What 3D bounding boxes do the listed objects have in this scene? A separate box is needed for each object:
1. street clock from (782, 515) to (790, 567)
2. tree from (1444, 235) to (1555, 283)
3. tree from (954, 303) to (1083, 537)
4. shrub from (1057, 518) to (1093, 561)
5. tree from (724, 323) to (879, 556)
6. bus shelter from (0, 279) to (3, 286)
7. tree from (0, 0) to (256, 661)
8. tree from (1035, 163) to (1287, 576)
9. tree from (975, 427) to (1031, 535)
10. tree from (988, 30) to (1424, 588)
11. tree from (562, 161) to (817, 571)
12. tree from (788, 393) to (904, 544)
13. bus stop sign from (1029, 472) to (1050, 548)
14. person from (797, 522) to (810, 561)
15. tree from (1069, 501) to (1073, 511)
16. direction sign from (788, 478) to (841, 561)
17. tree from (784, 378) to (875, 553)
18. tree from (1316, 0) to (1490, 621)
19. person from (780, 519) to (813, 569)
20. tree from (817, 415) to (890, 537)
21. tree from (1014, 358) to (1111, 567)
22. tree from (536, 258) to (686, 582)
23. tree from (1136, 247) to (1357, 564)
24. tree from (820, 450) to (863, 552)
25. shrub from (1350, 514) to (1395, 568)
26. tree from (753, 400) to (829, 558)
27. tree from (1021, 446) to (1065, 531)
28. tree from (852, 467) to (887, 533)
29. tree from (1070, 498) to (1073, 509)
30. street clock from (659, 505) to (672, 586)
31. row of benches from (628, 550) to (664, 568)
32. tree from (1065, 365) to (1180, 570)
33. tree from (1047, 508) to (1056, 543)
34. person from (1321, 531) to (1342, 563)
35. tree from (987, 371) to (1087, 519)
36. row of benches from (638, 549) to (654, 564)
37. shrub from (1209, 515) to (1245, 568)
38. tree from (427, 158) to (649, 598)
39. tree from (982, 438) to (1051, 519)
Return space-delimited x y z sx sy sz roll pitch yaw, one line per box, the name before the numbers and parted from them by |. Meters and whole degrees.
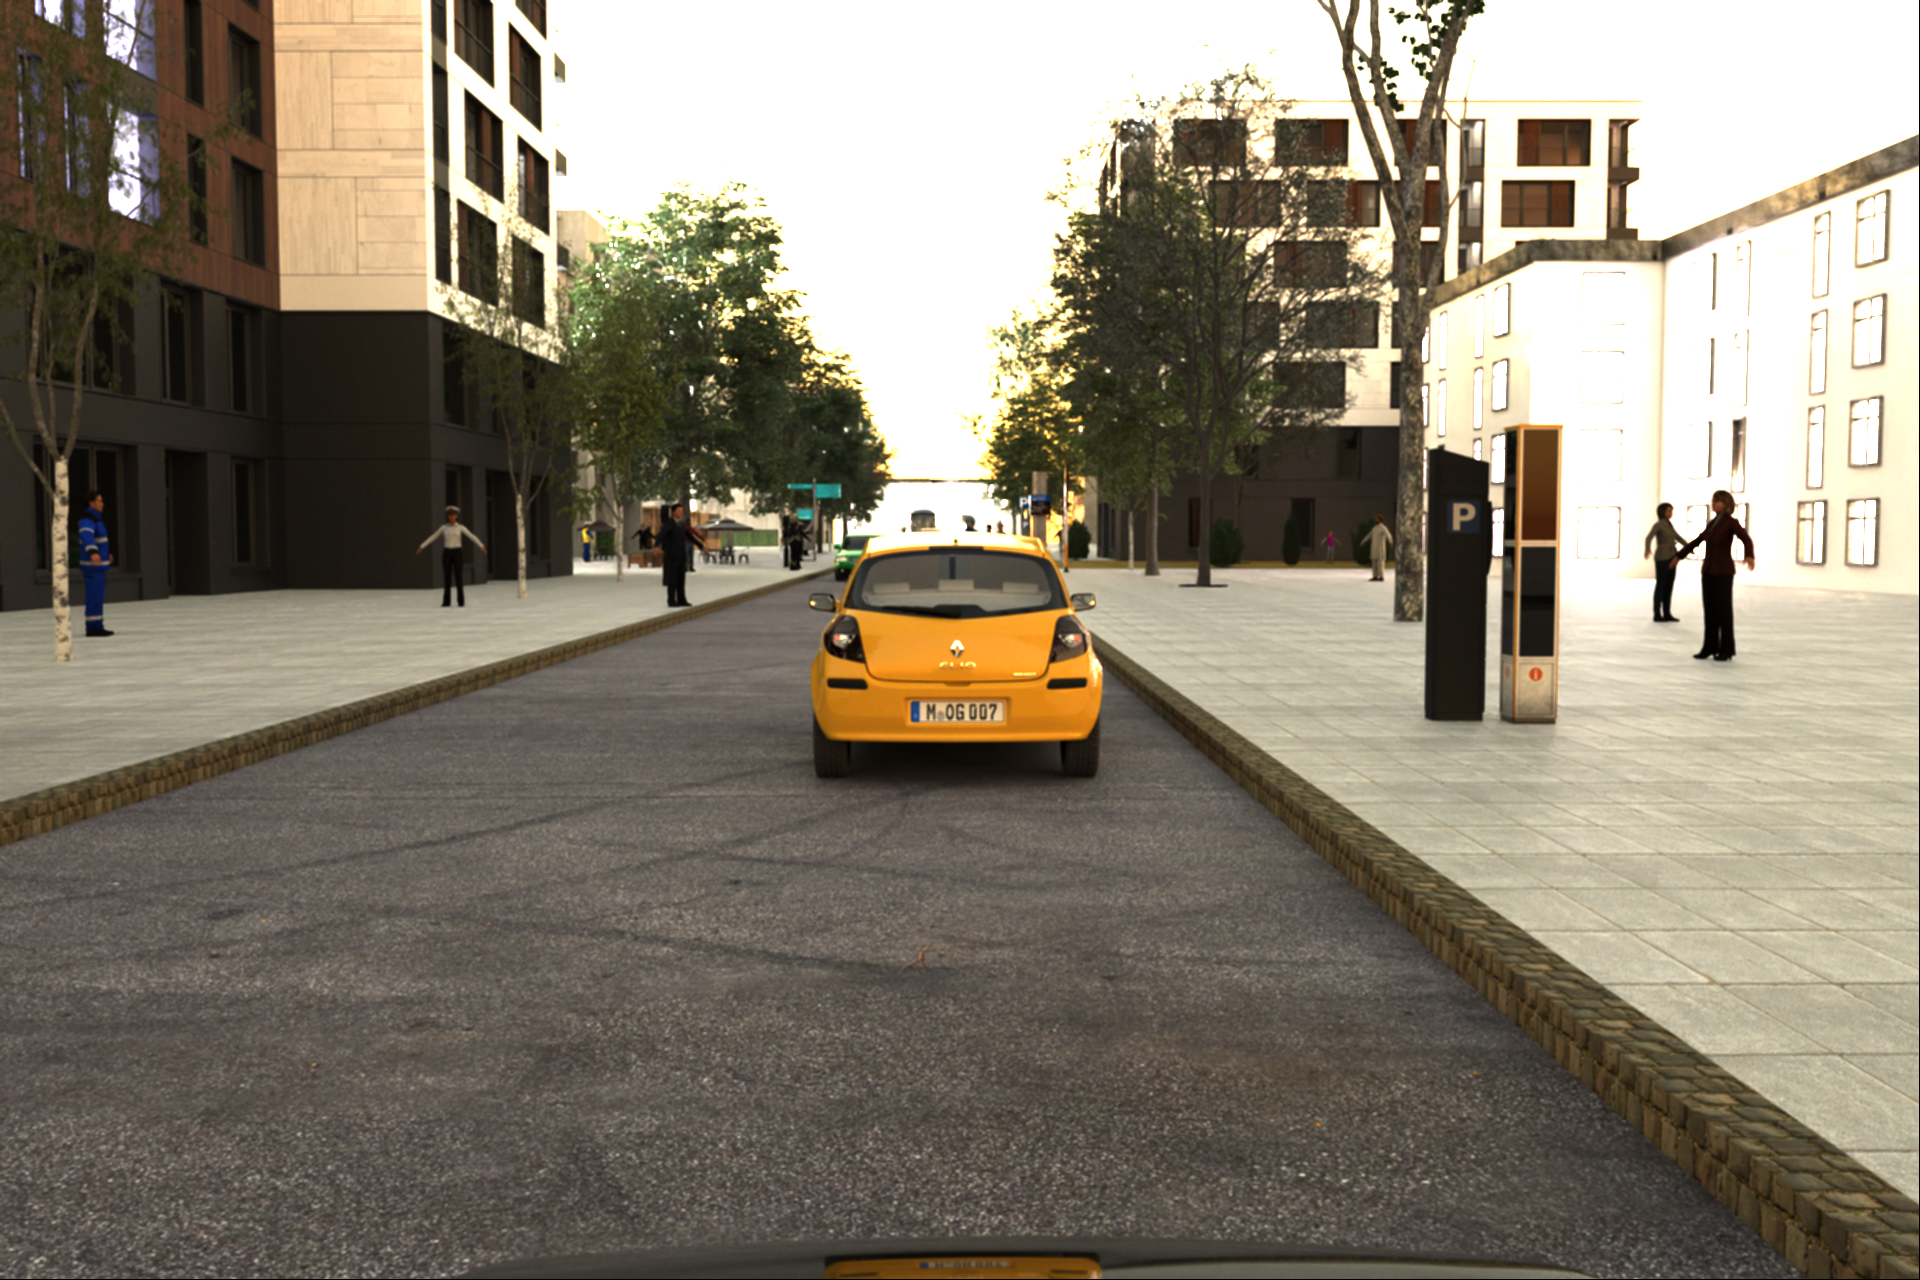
street clock | -6.751 -3.839 67.340 0.358 2.002 0.471 0 4 1
tree | 24.102 -10.345 75.792 9.857 13.997 8.962 0 3 0
tree | 6.004 -17.384 140.119 12.611 20.169 13.585 0 3 0
shrub | 5.518 -4.843 83.228 1.661 2.075 1.752 0 3 0
tree | -9.520 -12.006 102.951 9.857 13.997 8.962 0 3 0
bus shelter | -6.918 -0.867 8.098 2.014 3.302 5.546 0 4 -1
tree | -8.984 -4.078 17.044 4.360 8.622 3.978 0 3 0
tree | 6.053 -8.242 52.878 7.486 12.596 7.792 0 3 0
tree | 5.163 -14.698 166.073 9.928 11.665 9.643 0 3 0
tree | 6.040 -8.043 41.871 12.009 13.543 11.850 0 3 0
tree | -9.799 -9.419 60.661 9.857 13.997 8.962 0 3 0
tree | -9.596 -14.327 144.614 12.009 13.543 11.850 0 3 0
bus stop sign | 3.364 -5.149 73.203 0.837 3.901 0.837 0 4 -2
person | -7.526 -4.615 81.226 1.354 1.856 0.705 3 5 42
tree | 18.312 -19.029 261.486 4.737 8.622 4.395 0 3 0
direction sign | -6.915 -5.758 82.899 2.525 3.948 1.411 0 3 0
tree | -9.198 -11.577 115.045 9.928 11.665 9.643 0 3 0
tree | 5.133 -10.339 24.926 12.611 20.169 13.585 0 3 0
person | -6.107 -3.575 64.392 1.347 1.837 0.705 -2 4 -33
tree | -10.368 -15.328 157.275 9.857 13.997 8.962 0 3 0
tree | 3.829 -7.209 68.223 4.360 8.622 3.978 0 3 0
tree | -9.242 -5.885 46.581 4.737 8.622 4.395 0 3 0
tree | 12.083 -10.053 74.730 12.009 13.543 11.850 0 3 0
tree | -9.547 -10.622 124.027 4.360 8.622 3.978 0 3 0
shrub | 15.807 -3.815 66.424 1.661 2.075 1.752 0 3 0
tree | -9.793 -8.730 93.094 4.360 8.622 3.978 0 3 0
tree | 6.120 -10.944 129.301 4.737 8.622 4.395 0 3 0
tree | -9.463 -13.286 167.582 4.737 8.622 4.395 0 3 0
tree | 18.779 -18.679 255.763 4.360 8.622 3.978 0 3 0
street clock | -7.266 -2.344 42.886 0.358 2.002 0.471 0 4 0
row of benches | -11.668 -3.152 67.001 1.422 0.672 4.104 1 4 15
tree | 5.982 -6.789 61.356 4.737 8.622 4.395 0 3 0
tree | 13.558 -18.789 257.561 4.360 8.622 3.978 0 3 0
person | 16.278 -4.081 75.986 0.991 1.433 0.599 -1 4 -15
tree | 5.459 -12.388 120.664 7.486 12.596 7.792 0 3 0
row of benches | -12.758 -3.408 71.178 1.422 0.672 4.104 -1 4 -14
shrub | 10.025 -3.769 66.049 1.690 2.028 1.600 0 3 0
tree | -8.909 -5.153 34.613 4.360 8.622 3.978 0 3 0
tree | 5.762 -13.455 154.402 8.767 10.594 7.601 2 4 27
